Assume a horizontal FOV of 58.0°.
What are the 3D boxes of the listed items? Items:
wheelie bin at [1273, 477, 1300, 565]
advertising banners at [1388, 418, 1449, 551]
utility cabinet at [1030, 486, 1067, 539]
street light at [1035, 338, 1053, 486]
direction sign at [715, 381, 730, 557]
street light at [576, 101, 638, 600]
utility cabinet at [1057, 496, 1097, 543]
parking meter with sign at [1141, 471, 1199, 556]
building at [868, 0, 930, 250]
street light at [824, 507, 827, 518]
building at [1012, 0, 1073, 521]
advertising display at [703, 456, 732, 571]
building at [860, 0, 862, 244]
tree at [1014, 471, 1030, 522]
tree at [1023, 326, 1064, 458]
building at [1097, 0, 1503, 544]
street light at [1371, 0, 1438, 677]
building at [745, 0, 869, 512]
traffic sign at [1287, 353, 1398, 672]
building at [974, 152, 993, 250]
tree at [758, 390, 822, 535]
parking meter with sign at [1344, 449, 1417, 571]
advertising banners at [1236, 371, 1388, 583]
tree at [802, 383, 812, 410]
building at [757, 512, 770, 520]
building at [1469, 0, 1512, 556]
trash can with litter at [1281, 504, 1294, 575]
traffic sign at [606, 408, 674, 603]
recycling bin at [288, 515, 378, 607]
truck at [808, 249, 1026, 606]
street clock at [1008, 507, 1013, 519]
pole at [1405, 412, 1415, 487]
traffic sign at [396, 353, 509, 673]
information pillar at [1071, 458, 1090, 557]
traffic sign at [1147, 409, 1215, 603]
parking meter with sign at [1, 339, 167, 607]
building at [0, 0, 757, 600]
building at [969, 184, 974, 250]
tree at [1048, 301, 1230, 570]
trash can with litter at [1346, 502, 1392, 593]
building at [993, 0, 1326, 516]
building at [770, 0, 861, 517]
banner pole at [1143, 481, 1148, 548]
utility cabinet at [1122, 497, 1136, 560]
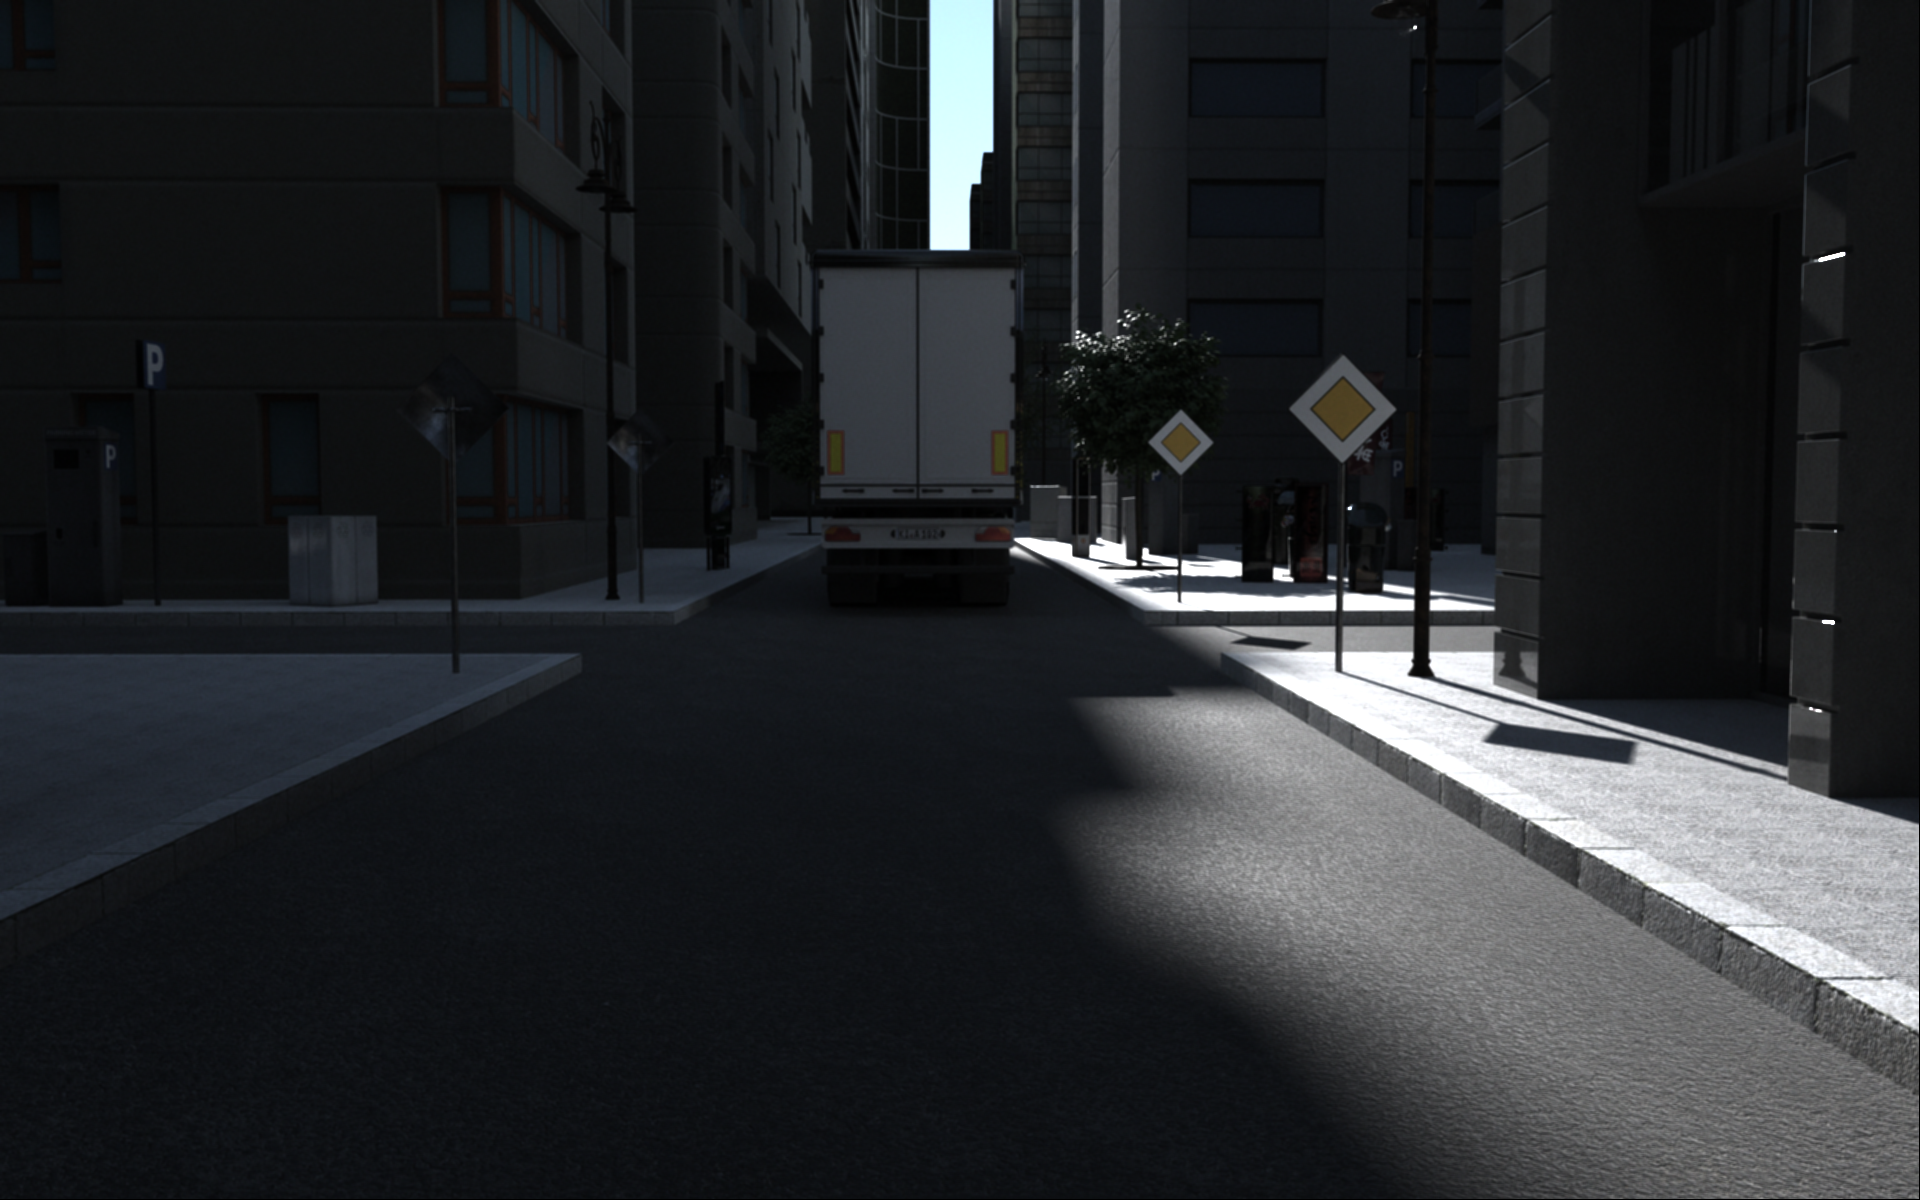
[{"bbox_3d":[5.966,-1.451,31.639,0.693,1.594,0.980,-2,4,-28],"label":"wheelie bin"},{"bbox_3d":[10.277,-2.653,39.565,0.090,3.025,2.074,-3,4,-37],"label":"advertising banners"},{"bbox_3d":[2.511,-2.462,48.939,0.318,1.500,1.173,-3,5,-43],"label":"utility cabinet"},{"bbox_3d":[2.493,-4.813,51.478,0.468,5.910,1.993,0,4,-1],"label":"street light"},{"bbox_3d":[-4.865,-2.637,35.107,0.379,3.537,0.876,-1,4,-18],"label":"direction sign"},{"bbox_3d":[-4.232,-2.944,20.923,0.468,5.910,1.993,0,4,-1],"label":"street light"},{"bbox_3d":[3.097,-2.118,45.793,1.020,1.237,0.306,1,4,15],"label":"utility cabinet"},{"bbox_3d":[4.368,-2.466,36.587,1.738,3.016,0.543,-3,5,-45],"label":"parking meter with sign"},{"bbox_3d":[-13.547,-45.887,188.496,20.611,71.187,20.563,0,4,-1],"label":"building"},{"bbox_3d":[-4.939,-5.546,63.473,0.468,5.910,1.993,0,4,-1],"label":"street light"},{"bbox_3d":[9.575,-24.747,88.206,14.154,41.232,14.086,0,4,-1],"label":"building"},{"bbox_3d":[-4.111,-1.481,29.421,0.123,1.923,0.974,1,4,14],"label":"advertising display"},{"bbox_3d":[-14.325,-26.921,123.756,14.154,41.232,14.086,0,4,-1],"label":"building"},{"bbox_3d":[2.283,-5.132,78.506,1.663,3.219,1.824,0,3,0],"label":"tree"},{"bbox_3d":[2.415,-7.595,74.539,4.737,8.622,4.395,0,3,0],"label":"tree"},{"bbox_3d":[14.256,-31.475,56.619,21.231,58.520,28.212,0,4,-1],"label":"building"},{"bbox_3d":[3.256,-2.402,12.054,0.468,5.910,1.993,0,4,-1],"label":"street light"},{"bbox_3d":[-21.589,-34.635,155.519,27.495,52.752,28.713,0,4,-1],"label":"building"},{"bbox_3d":[2.732,-0.538,12.446,0.795,2.450,0.064,0,4,-1],"label":"traffic sign"},{"bbox_3d":[8.724,-23.092,149.261,14.160,30.474,14.107,0,4,-1],"label":"building"},{"bbox_3d":[-4.680,-4.345,54.749,4.285,4.588,4.351,0,3,0],"label":"tree"},{"bbox_3d":[7.164,-2.027,29.404,0.543,3.016,1.738,-2,4,-34],"label":"parking meter with sign"},{"bbox_3d":[5.030,-1.758,24.923,2.074,3.025,0.090,1,4,12],"label":"advertising banners"},{"bbox_3d":[-6.203,-8.492,89.203,4.360,8.622,3.978,0,3,0],"label":"tree"},{"bbox_3d":[-20.166,-29.390,69.762,28.713,52.752,27.495,0,4,-1],"label":"building"},{"bbox_3d":[17.977,-23.157,28.734,14.200,45.320,14.600,0,4,-1],"label":"building"},{"bbox_3d":[5.282,-0.944,26.818,0.624,1.170,1.055,1,4,10],"label":"trash can with litter"},{"bbox_3d":[-3.749,-1.021,20.341,0.795,2.450,0.064,0,4,-1],"label":"traffic sign"},{"bbox_3d":[-7.272,-0.461,20.098,0.722,1.027,0.722,2,4,27],"label":"recycling bin"},{"bbox_3d":[-0.604,-2.237,25.494,2.839,4.237,11.283,0,4,-1],"label":"truck"},{"bbox_3d":[1.850,-3.613,63.645,0.471,2.002,0.358,-1,4,-13],"label":"street clock"},{"bbox_3d":[11.177,-3.012,43.088,0.158,3.312,0.155,0,3,0],"label":"pole"},{"bbox_3d":[-3.612,-0.533,12.358,0.795,2.450,0.064,0,4,-1],"label":"traffic sign"},{"bbox_3d":[2.459,-1.879,35.209,0.304,2.012,0.304,-1,4,-16],"label":"information pillar"},{"bbox_3d":[2.594,-1.027,20.430,0.795,2.450,0.064,0,4,-1],"label":"traffic sign"},{"bbox_3d":[-10.048,-1.441,19.828,1.738,3.016,0.543,0,4,0],"label":"parking meter with sign"},{"bbox_3d":[-19.417,-11.594,34.594,27.650,21.520,28.899,0,4,-1],"label":"building"},{"bbox_3d":[7.856,-23.973,163.665,14.160,30.474,14.107,0,4,-1],"label":"building"},{"bbox_3d":[3.137,-2.815,29.733,4.285,4.588,4.351,0,3,0],"label":"tree"},{"bbox_3d":[5.417,-0.697,22.782,0.624,1.170,1.055,0,4,7],"label":"trash can with litter"},{"bbox_3d":[12.918,-35.801,127.353,21.231,58.520,28.212,0,4,-1],"label":"building"},{"bbox_3d":[-17.126,-29.466,105.479,21.300,48.544,21.600,0,4,-1],"label":"building"},{"bbox_3d":[4.549,-3.168,41.811,0.401,3.779,0.863,3,5,43],"label":"banner pole"},{"bbox_3d":[3.378,-1.416,34.307,0.306,1.237,1.020,0,4,1],"label":"utility cabinet"}]
